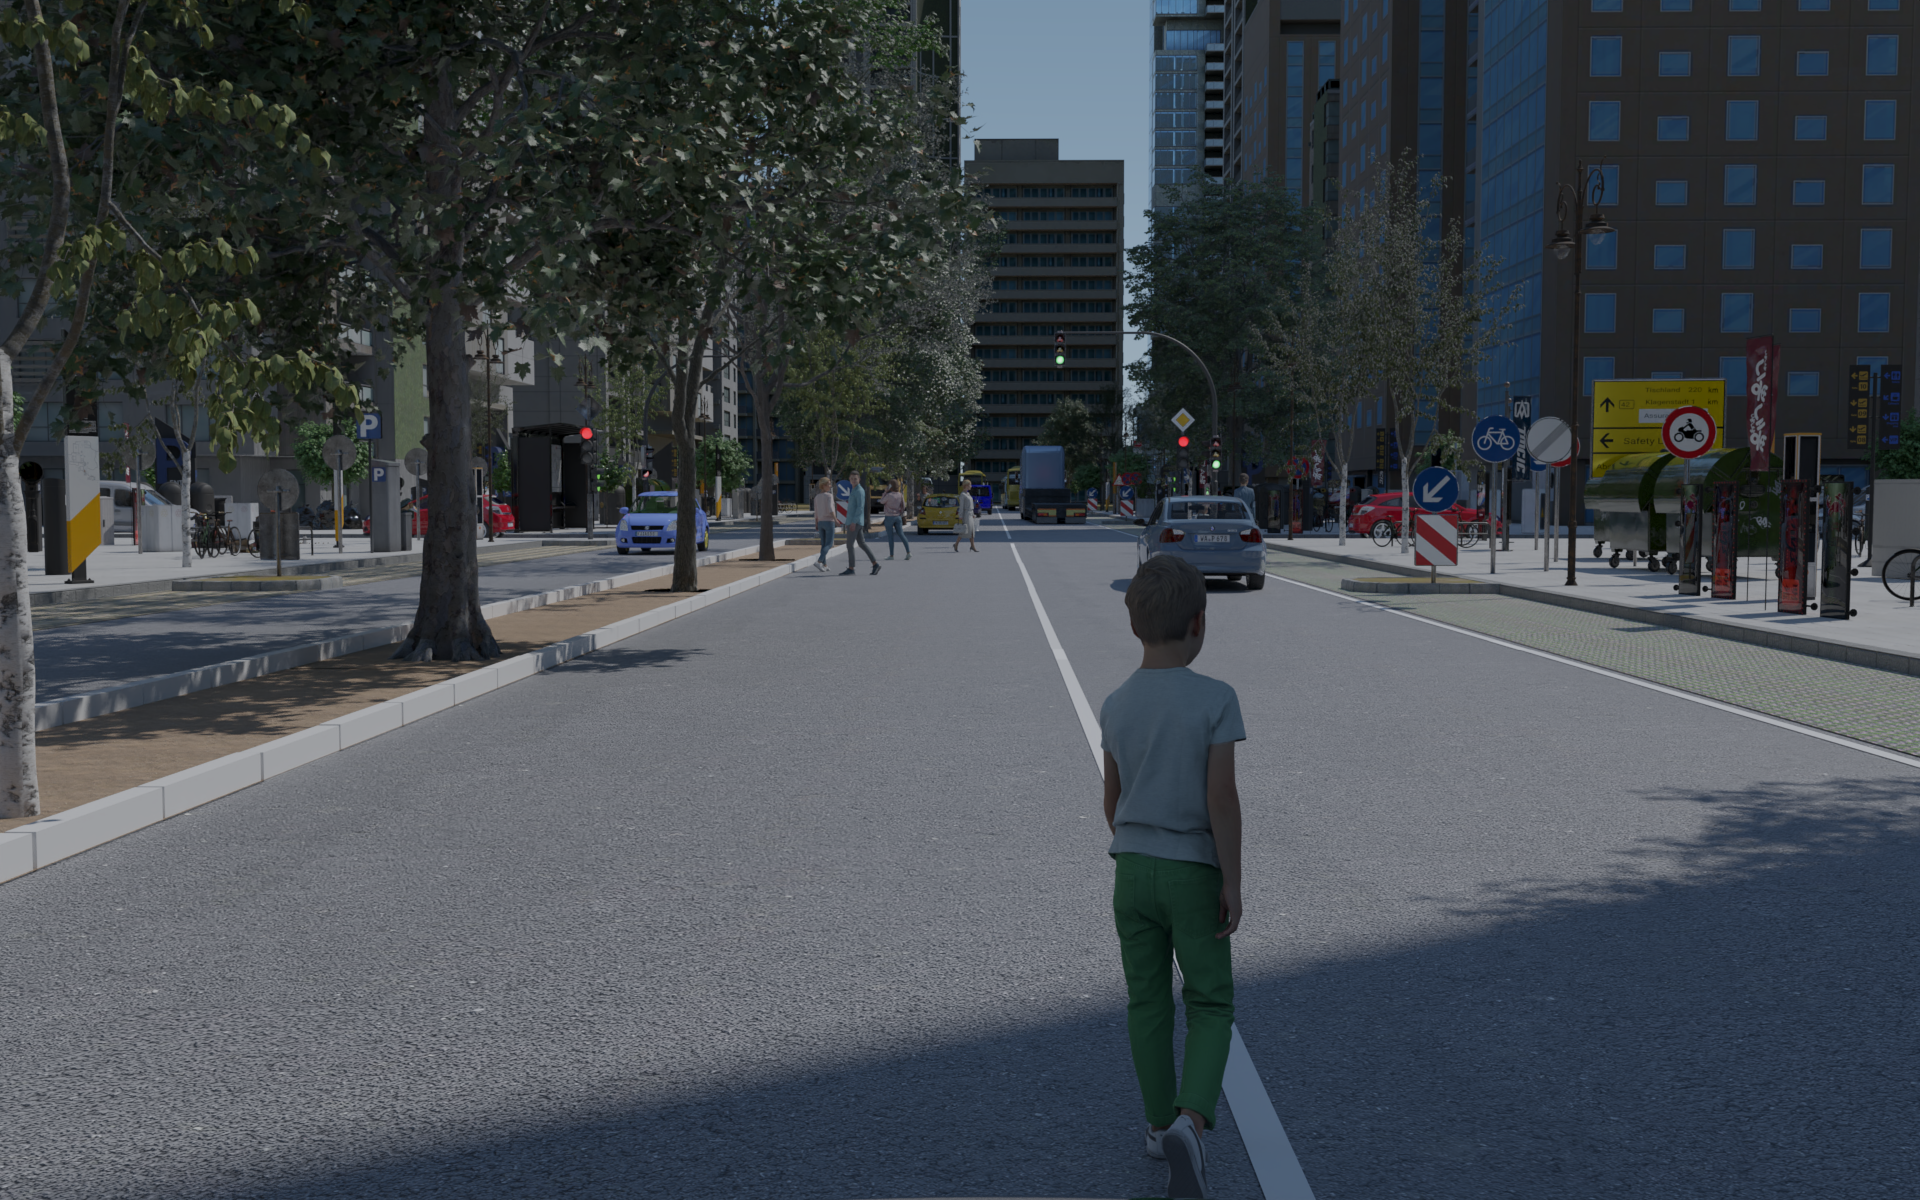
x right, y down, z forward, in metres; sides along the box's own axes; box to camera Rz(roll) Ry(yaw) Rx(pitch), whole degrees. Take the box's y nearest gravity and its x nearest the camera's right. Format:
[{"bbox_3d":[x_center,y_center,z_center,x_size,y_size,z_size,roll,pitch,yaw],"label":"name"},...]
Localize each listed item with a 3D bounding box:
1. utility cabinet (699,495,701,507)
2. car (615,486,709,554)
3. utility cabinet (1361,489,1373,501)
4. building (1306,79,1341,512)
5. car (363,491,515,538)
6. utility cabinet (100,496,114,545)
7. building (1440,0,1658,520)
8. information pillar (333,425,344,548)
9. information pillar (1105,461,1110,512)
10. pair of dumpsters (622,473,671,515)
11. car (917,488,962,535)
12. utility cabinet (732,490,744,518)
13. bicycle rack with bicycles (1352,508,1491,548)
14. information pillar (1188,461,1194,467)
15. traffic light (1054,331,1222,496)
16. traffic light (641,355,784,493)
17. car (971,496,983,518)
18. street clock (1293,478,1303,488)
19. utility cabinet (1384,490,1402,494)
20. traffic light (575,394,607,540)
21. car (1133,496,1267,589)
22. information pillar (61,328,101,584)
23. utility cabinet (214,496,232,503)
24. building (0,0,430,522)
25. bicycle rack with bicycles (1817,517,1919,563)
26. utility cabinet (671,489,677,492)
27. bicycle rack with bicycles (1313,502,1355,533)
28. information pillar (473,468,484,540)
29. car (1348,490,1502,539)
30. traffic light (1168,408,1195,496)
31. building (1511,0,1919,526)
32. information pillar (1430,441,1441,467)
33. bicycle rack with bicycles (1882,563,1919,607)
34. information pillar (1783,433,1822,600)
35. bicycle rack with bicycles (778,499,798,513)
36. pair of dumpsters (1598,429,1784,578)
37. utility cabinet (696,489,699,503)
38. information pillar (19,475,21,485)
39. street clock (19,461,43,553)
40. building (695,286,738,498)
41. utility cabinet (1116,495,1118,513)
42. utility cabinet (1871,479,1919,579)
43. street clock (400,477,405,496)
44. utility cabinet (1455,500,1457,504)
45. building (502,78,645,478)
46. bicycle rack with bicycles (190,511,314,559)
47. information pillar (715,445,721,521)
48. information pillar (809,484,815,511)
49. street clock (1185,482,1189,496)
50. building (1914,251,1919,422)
[{"bbox_3d":[-16.235,-5.782,105.689,1.020,1.237,0.306,-3,4,-38],"label":"utility cabinet"},{"bbox_3d":[-7.244,-1.998,42.252,1.945,1.707,3.694,0,4,2],"label":"car"},{"bbox_3d":[18.501,-4.282,78.692,0.318,1.500,1.173,2,4,23],"label":"utility cabinet"},{"bbox_3d":[31.859,-21.551,124.058,14.160,30.474,14.107,0,4,1],"label":"building"},{"bbox_3d":[-15.819,-2.657,52.479,4.494,1.783,2.155,0,4,1],"label":"car"},{"bbox_3d":[-21.637,-1.962,43.248,0.306,1.237,1.020,1,4,21],"label":"utility cabinet"},{"bbox_3d":[30.561,-27.609,101.512,14.600,45.320,14.200,0,4,1],"label":"building"},{"bbox_3d":[-14.862,-3.060,41.382,0.183,3.616,0.504,0,4,-6],"label":"information pillar"},{"bbox_3d":[10.451,-8.023,122.533,0.183,3.616,0.504,2,4,29],"label":"information pillar"},{"bbox_3d":[-14.089,-4.604,77.763,1.574,2.255,4.437,0,4,1],"label":"pair of dumpsters"},{"bbox_3d":[-0.575,-3.152,61.752,2.015,1.641,3.980,0,4,3],"label":"car"},{"bbox_3d":[-11.583,-5.001,90.448,0.318,1.500,1.173,0,4,8],"label":"utility cabinet"},{"bbox_3d":[11.379,-1.735,41.746,2.925,0.926,2.852,0,4,-4],"label":"bicycle rack with bicycles"},{"bbox_3d":[15.013,-7.427,112.779,0.504,3.616,0.183,-1,4,-14],"label":"information pillar"},{"bbox_3d":[4.998,-4.509,48.397,4.771,5.953,1.251,0,4,1],"label":"traffic light"},{"bbox_3d":[-8.182,-5.022,56.778,4.771,5.953,1.251,0,4,1],"label":"traffic light"},{"bbox_3d":[0.421,-5.703,105.820,1.945,1.354,3.894,0,4,2],"label":"car"},{"bbox_3d":[14.938,-4.424,76.894,0.471,2.002,0.358,2,4,33],"label":"street clock"},{"bbox_3d":[22.765,-5.001,90.447,1.173,1.500,0.318,2,4,31],"label":"utility cabinet"},{"bbox_3d":[-10.417,-3.662,48.796,0.839,4.253,0.868,0,4,1],"label":"traffic light"},{"bbox_3d":[3.763,-0.939,27.350,2.014,1.417,4.499,0,4,2],"label":"car"},{"bbox_3d":[-12.580,-2.045,24.783,0.183,3.616,0.504,2,4,30],"label":"information pillar"},{"bbox_3d":[-29.864,-3.585,69.772,1.020,1.237,0.306,-1,4,-17],"label":"utility cabinet"},{"bbox_3d":[-32.927,-24.047,76.759,14.154,41.232,14.086,0,4,1],"label":"building"},{"bbox_3d":[18.186,-1.363,35.660,2.852,0.926,2.925,2,4,35],"label":"bicycle rack with bicycles"},{"bbox_3d":[-13.048,-4.402,80.657,0.318,1.500,1.173,2,4,25],"label":"utility cabinet"},{"bbox_3d":[13.273,-2.712,57.720,2.852,0.926,2.925,0,4,-6],"label":"bicycle rack with bicycles"},{"bbox_3d":[-13.558,-2.688,48.448,0.304,2.012,0.304,1,4,23],"label":"information pillar"},{"bbox_3d":[13.763,-2.573,51.107,4.494,1.783,2.155,0,4,2],"label":"car"},{"bbox_3d":[7.234,-4.132,56.485,0.839,4.253,0.868,0,4,1],"label":"traffic light"},{"bbox_3d":[30.903,-25.967,74.664,14.200,45.320,14.600,0,4,1],"label":"building"},{"bbox_3d":[20.670,-5.137,75.342,0.504,3.616,0.183,-1,4,-17],"label":"information pillar"},{"bbox_3d":[12.059,-0.393,19.801,2.852,0.926,2.925,-3,5,-40],"label":"bicycle rack with bicycles"},{"bbox_3d":[10.198,-1.011,21.024,0.304,2.012,0.304,0,4,-5],"label":"information pillar"},{"bbox_3d":[-13.439,-7.073,129.025,2.925,0.926,2.852,-2,4,-29],"label":"bicycle rack with bicycles"},{"bbox_3d":[11.838,-1.557,27.946,1.574,2.255,4.437,0,4,1],"label":"pair of dumpsters"},{"bbox_3d":[-12.818,-4.493,82.145,0.318,1.500,1.173,-3,5,-42],"label":"utility cabinet"},{"bbox_3d":[-33.364,-3.466,61.157,0.304,2.012,0.304,0,4,-8],"label":"information pillar"},{"bbox_3d":[-20.390,-2.049,38.067,0.471,2.002,0.358,-2,4,-27],"label":"street clock"},{"bbox_3d":[-31.536,-25.406,187.085,14.107,30.474,14.160,0,4,1],"label":"building"},{"bbox_3d":[11.057,-6.614,119.308,1.020,1.237,0.306,1,4,13],"label":"utility cabinet"},{"bbox_3d":[14.299,-1.065,26.099,0.318,1.500,1.173,-1,4,-9],"label":"utility cabinet"},{"bbox_3d":[-23.844,-4.219,73.543,0.358,2.002,0.471,3,5,43],"label":"street clock"},{"bbox_3d":[26.016,-4.918,91.574,0.306,1.237,1.020,2,4,26],"label":"utility cabinet"},{"bbox_3d":[-34.892,-43.002,141.330,20.563,71.187,20.611,0,4,1],"label":"building"},{"bbox_3d":[-14.632,-1.335,35.204,2.852,0.926,2.925,0,4,7],"label":"bicycle rack with bicycles"},{"bbox_3d":[-11.467,-5.555,82.177,0.183,3.616,0.504,1,4,14],"label":"information pillar"},{"bbox_3d":[-10.926,-7.551,127.944,0.304,2.012,0.304,-2,4,-29],"label":"information pillar"},{"bbox_3d":[11.102,-4.916,84.954,0.471,2.002,0.358,2,4,34],"label":"street clock"},{"bbox_3d":[61.457,-32.902,79.951,28.212,58.520,21.231,0,4,1],"label":"building"}]
